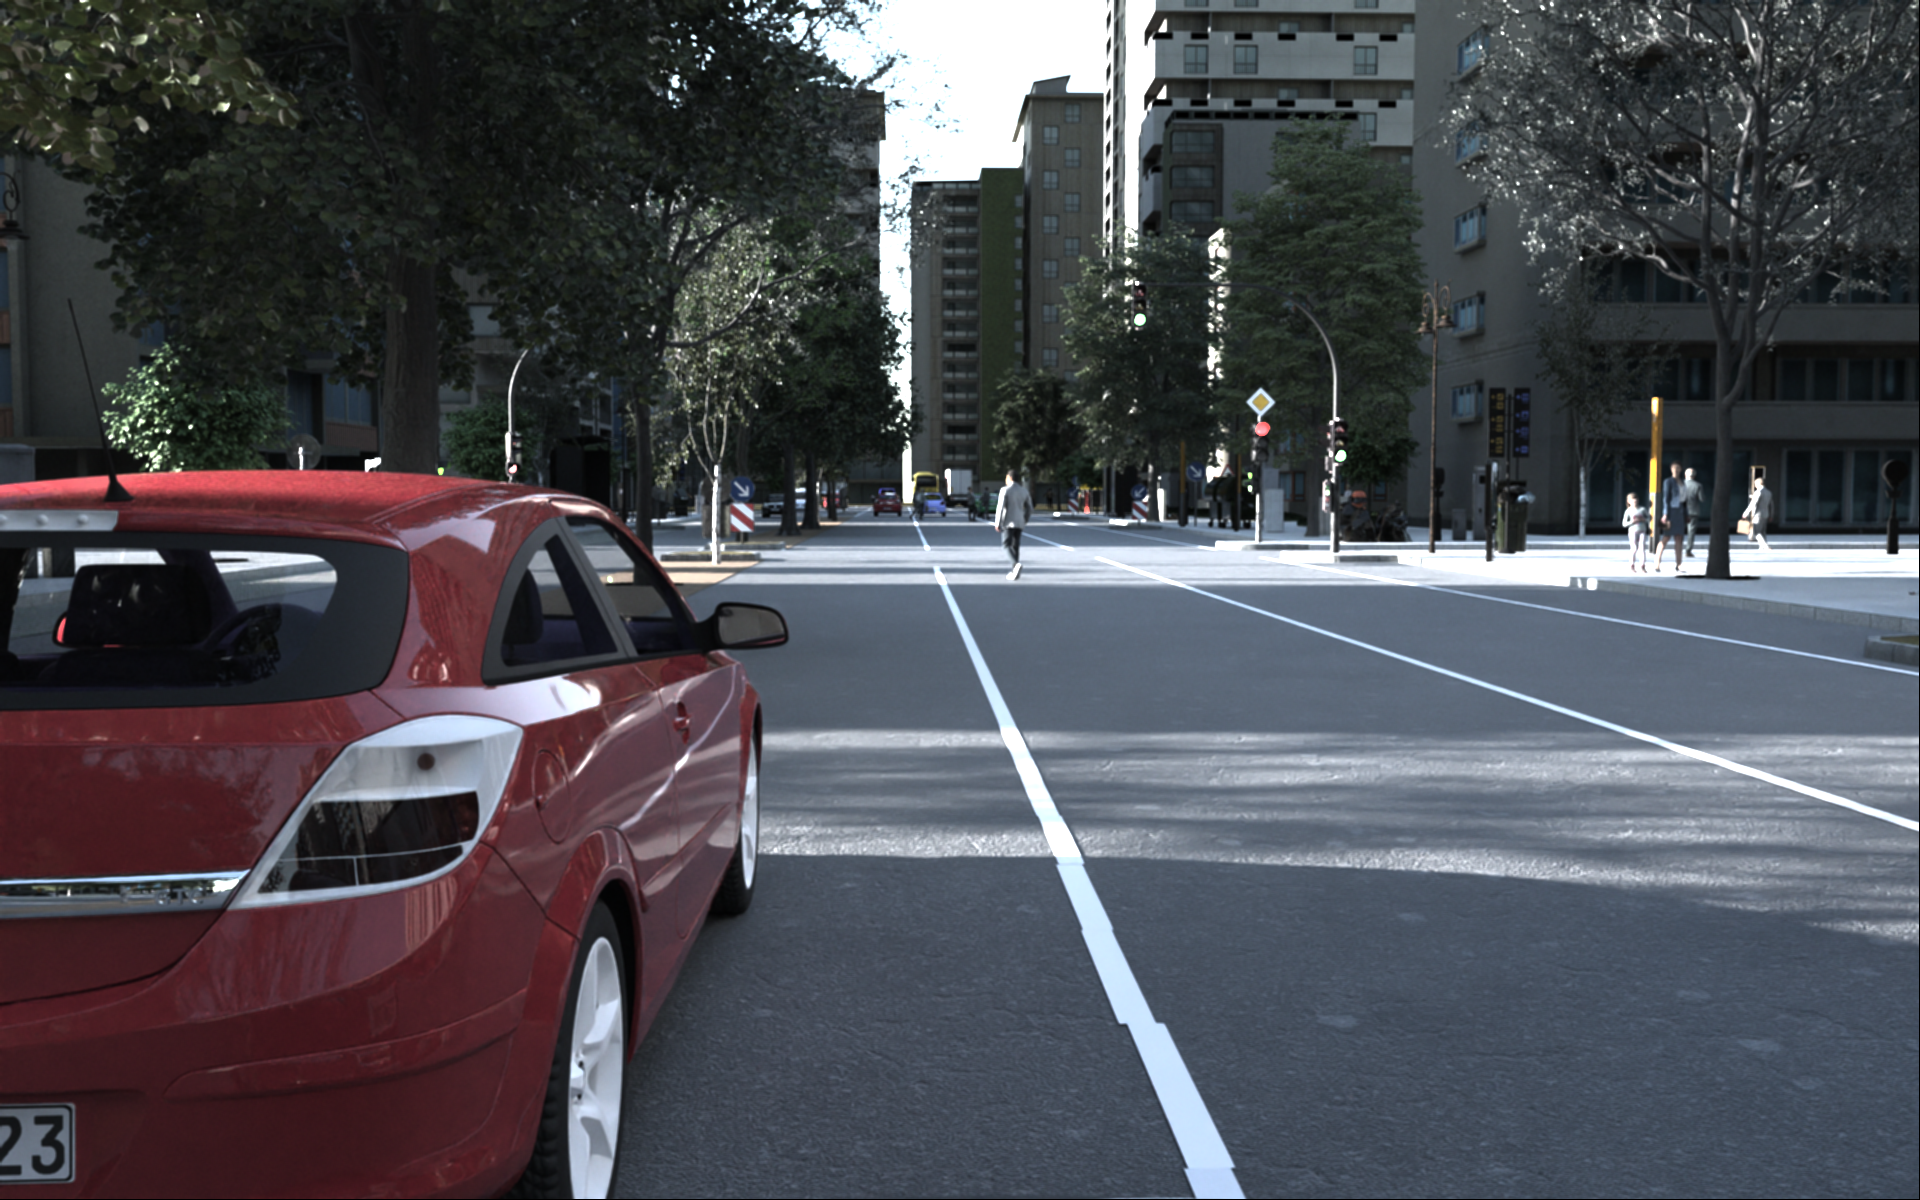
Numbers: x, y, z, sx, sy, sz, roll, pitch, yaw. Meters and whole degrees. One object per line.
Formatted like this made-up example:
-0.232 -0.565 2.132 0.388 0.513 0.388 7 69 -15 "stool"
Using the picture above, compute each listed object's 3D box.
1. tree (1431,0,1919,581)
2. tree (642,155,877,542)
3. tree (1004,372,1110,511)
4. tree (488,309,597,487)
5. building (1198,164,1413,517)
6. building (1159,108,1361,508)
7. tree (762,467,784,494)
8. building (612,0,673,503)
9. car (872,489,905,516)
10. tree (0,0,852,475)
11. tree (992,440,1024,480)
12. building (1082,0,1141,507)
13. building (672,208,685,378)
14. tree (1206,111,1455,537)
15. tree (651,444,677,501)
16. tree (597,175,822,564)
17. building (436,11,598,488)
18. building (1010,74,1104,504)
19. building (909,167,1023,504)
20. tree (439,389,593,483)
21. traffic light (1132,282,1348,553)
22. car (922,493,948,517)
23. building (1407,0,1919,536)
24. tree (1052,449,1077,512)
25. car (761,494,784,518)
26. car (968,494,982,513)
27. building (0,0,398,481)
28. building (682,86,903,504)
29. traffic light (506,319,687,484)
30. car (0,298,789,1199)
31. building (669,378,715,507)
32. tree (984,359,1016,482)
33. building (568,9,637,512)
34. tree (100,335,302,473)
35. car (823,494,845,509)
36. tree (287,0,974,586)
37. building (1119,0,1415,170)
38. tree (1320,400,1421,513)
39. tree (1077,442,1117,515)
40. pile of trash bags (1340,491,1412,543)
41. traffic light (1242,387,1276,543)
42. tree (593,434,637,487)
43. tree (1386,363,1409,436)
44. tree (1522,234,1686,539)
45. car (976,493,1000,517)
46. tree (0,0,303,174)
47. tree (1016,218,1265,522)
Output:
11.559 -7.054 25.699 12.009 13.543 11.850 0 3 0 "tree"
-6.091 -7.377 48.823 9.928 11.665 9.643 0 3 0 "tree"
7.572 -12.050 131.424 8.767 10.594 7.601 0 4 3 "tree"
-14.392 -6.713 60.122 4.360 8.622 3.978 0 3 0 "tree"
31.011 -16.039 107.279 27.650 21.520 28.899 0 4 -2 "building"
22.252 -22.147 133.806 14.160 30.474 14.107 0 4 -2 "building"
-18.842 -11.904 178.344 4.285 4.588 4.351 0 3 0 "tree"
-32.502 -30.416 147.414 14.600 45.320 14.200 0 4 -2 "building"
-4.695 -6.347 112.811 2.155 1.783 4.494 0 4 -1 "car"
-4.766 -6.451 14.583 9.857 13.997 8.962 0 3 0 "tree"
5.783 -14.660 190.051 4.360 8.622 3.978 0 3 0 "tree"
23.950 -45.223 177.641 20.563 71.187 20.611 0 4 -2 "building"
-45.681 -36.550 221.286 21.600 48.544 21.300 0 4 -2 "building"
11.047 -8.187 51.993 7.486 12.596 7.792 0 3 0 "tree"
-19.046 -7.572 107.523 4.285 4.588 4.351 0 3 0 "tree"
-4.984 -5.046 35.327 4.360 8.622 3.978 0 3 0 "tree"
-36.652 -31.292 100.860 28.713 52.752 27.495 0 4 -2 "building"
21.179 -38.987 226.676 27.495 52.752 28.713 0 4 -2 "building"
0.644 -32.746 218.996 14.086 41.232 14.154 0 4 -2 "building"
-14.522 -4.302 54.044 4.285 4.588 4.351 0 3 0 "tree"
6.046 -3.837 37.399 4.771 5.953 1.251 0 4 -2 "traffic light"
-1.755 -6.201 110.975 1.945 1.707 3.694 0 4 0 "car"
28.281 -26.863 62.906 21.600 48.544 21.300 0 4 -2 "building"
8.370 -8.674 125.536 4.285 4.588 4.351 0 3 0 "tree"
-11.191 -5.912 106.440 2.009 1.686 4.222 0 4 -1 "car"
1.611 -7.631 133.560 1.959 1.807 4.718 0 4 -3 "car"
-33.161 -25.105 65.086 22.147 44.769 28.867 0 4 -2 "building"
-21.146 -38.863 224.646 27.495 52.752 28.713 0 4 -2 "building"
-9.493 -4.304 45.036 4.771 5.953 1.251 0 4 -2 "traffic light"
-1.575 0.269 4.637 2.155 1.783 4.494 0 4 -1 "car"
-41.670 -52.670 173.832 31.000 86.520 22.319 0 4 -2 "building"
7.019 -15.742 164.042 9.857 13.997 8.962 0 3 0 "tree"
-35.031 -42.257 129.158 20.563 71.187 20.611 0 4 -2 "building"
-14.242 -3.002 32.802 4.285 4.588 4.351 0 3 0 "tree"
-11.777 -9.393 162.621 2.155 1.783 4.494 0 4 -1 "car"
-4.885 -6.950 26.455 12.009 13.543 11.850 0 3 0 "tree"
28.986 -34.549 154.122 28.713 52.752 27.495 0 4 -2 "building"
14.293 -4.685 60.315 4.285 4.588 4.351 0 3 0 "tree"
10.485 -8.256 118.694 4.285 4.588 4.351 0 3 0 "tree"
11.112 -2.296 47.294 1.912 1.369 3.447 0 4 2 "pile of trash bags"
7.869 -3.466 45.590 0.839 4.253 0.868 0 4 -2 "traffic light"
-19.939 -6.819 95.208 4.285 4.588 4.351 0 3 0 "tree"
23.829 -8.522 89.693 4.737 8.622 4.395 0 3 0 "tree"
17.841 -6.031 48.967 4.360 8.622 3.978 0 3 0 "tree"
1.986 -6.070 108.046 1.959 1.807 4.718 0 4 -3 "car"
-4.317 -5.149 4.777 7.486 12.596 7.792 0 3 0 "tree"
9.136 -10.632 80.491 9.857 13.997 8.962 0 3 0 "tree"
